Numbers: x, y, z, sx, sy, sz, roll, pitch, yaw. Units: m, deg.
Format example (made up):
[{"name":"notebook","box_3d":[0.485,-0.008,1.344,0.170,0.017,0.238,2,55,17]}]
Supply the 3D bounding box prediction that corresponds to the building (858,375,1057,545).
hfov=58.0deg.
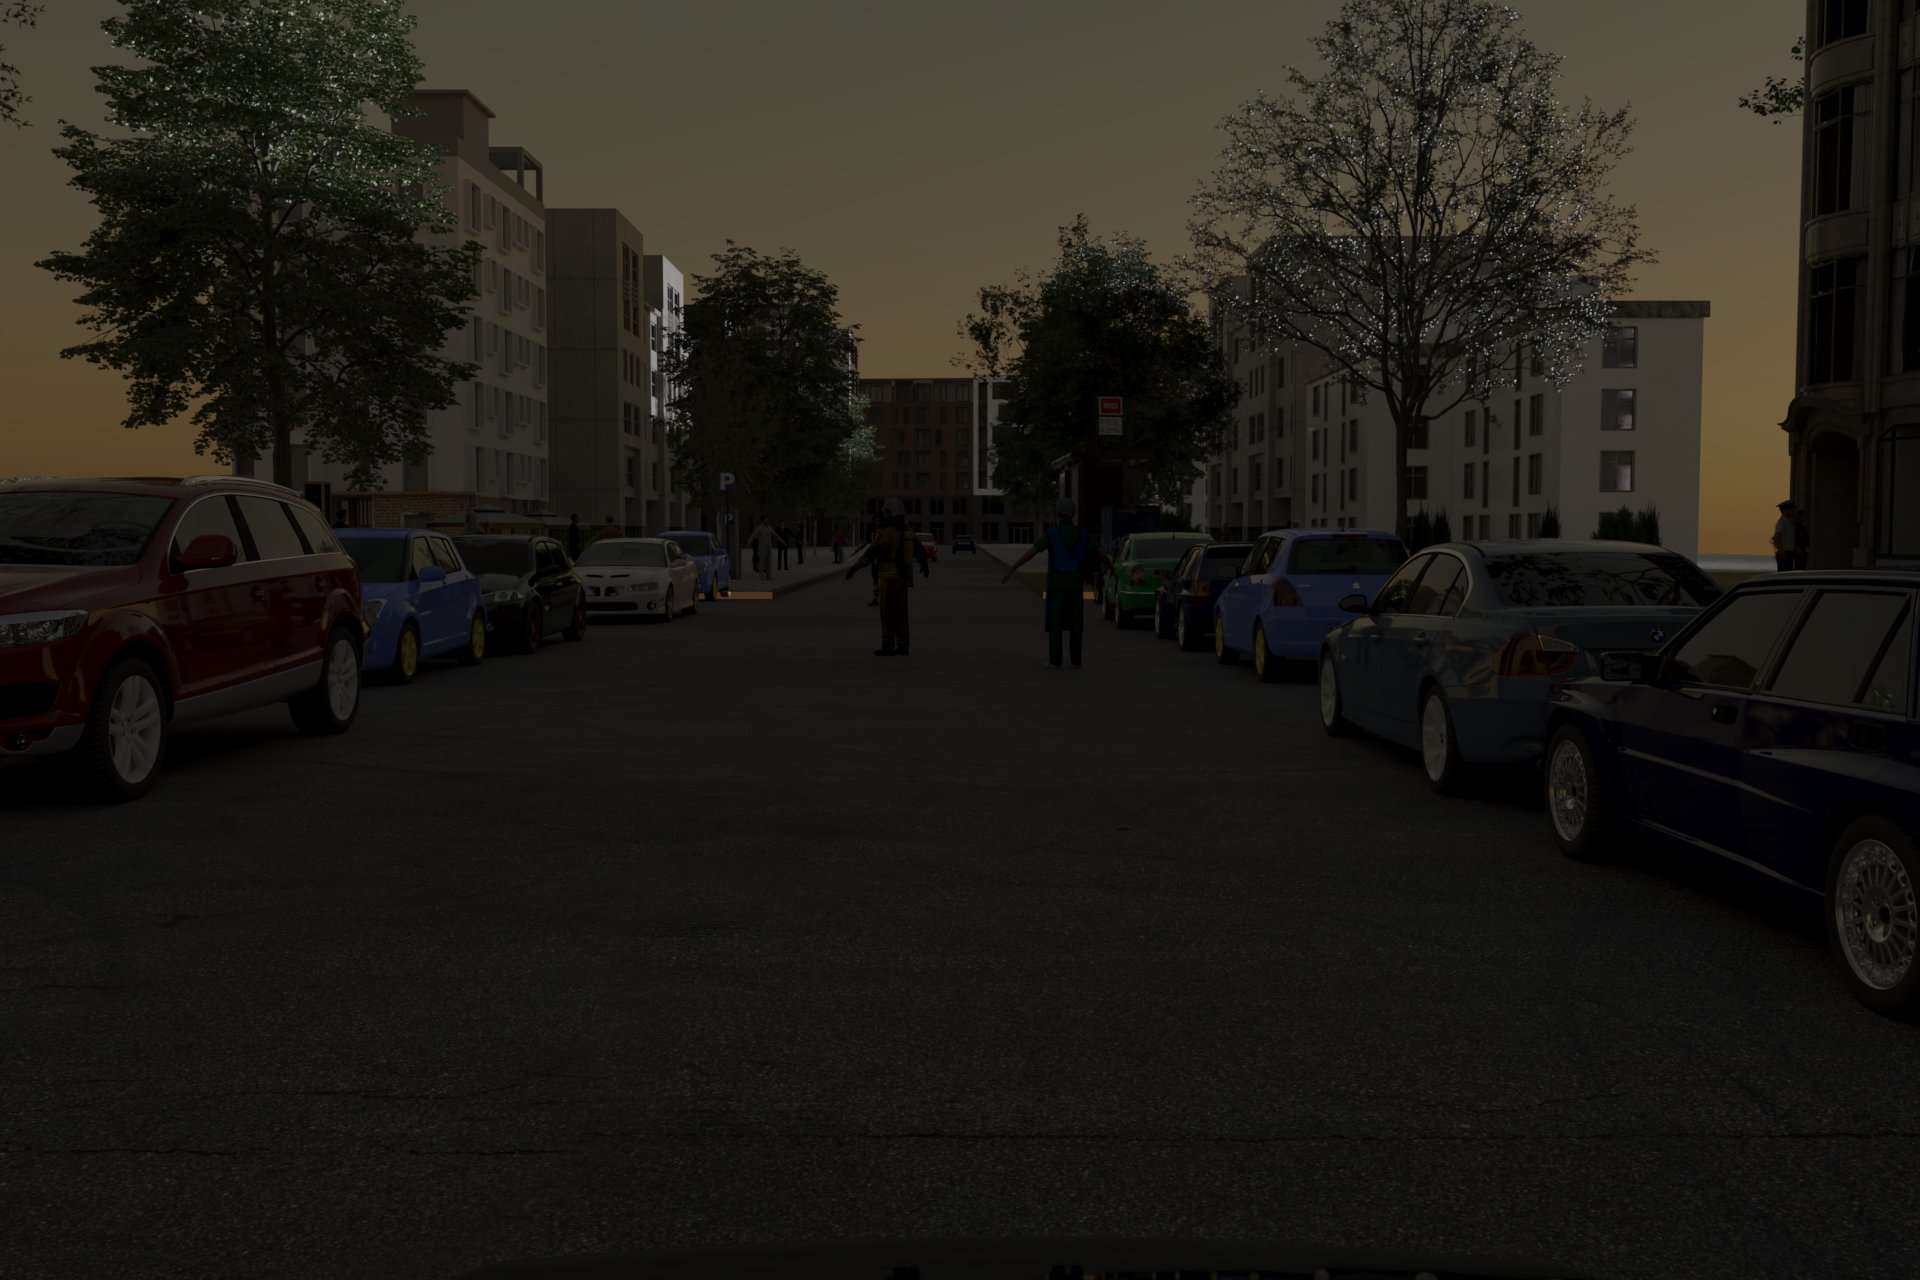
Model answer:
[{"name":"building","box_3d":[0.616,-23.789,235.378,32.646,21.610,27.936,0,4,5]}]

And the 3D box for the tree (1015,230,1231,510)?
[{"name":"tree","box_3d":[7.059,-10.176,73.036,9.857,13.997,8.962,0,3,0]}]

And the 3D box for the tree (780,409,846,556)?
[{"name":"tree","box_3d":[-8.600,-9.271,101.943,4.737,8.622,4.395,0,3,0]}]

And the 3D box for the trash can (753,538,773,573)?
[{"name":"trash can","box_3d":[-6.590,-2.813,57.639,0.748,1.137,0.748,0,3,0]}]

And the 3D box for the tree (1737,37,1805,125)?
[{"name":"tree","box_3d":[27.841,-11.732,47.710,12.611,20.169,13.585,0,3,0]}]

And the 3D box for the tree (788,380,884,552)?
[{"name":"tree","box_3d":[-9.212,-12.624,124.528,7.486,12.596,7.792,0,3,0]}]

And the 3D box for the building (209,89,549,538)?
[{"name":"building","box_3d":[-25.914,-13.379,75.173,16.016,20.090,11.380,0,4,0]}]

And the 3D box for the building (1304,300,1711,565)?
[{"name":"building","box_3d":[22.401,-8.212,76.411,9.099,9.664,28.070,0,4,0]}]

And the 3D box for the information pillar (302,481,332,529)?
[{"name":"information pillar","box_3d":[-9.010,-1.212,24.312,0.304,2.012,0.304,0,4,-1]}]

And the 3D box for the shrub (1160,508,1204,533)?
[{"name":"shrub","box_3d":[6.044,-2.692,48.431,1.690,2.028,1.600,0,3,0]}]

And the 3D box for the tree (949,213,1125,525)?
[{"name":"tree","box_3d":[5.711,-15.222,104.762,12.611,20.169,13.585,0,3,0]}]

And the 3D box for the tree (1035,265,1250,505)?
[{"name":"tree","box_3d":[6.324,-7.641,59.336,8.767,10.594,7.601,3,5,43]}]

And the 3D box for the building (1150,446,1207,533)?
[{"name":"building","box_3d":[24.214,-13.789,167.598,9.099,9.664,28.070,0,4,0]}]

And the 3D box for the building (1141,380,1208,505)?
[{"name":"building","box_3d":[24.168,-21.548,208.728,16.016,20.090,11.380,0,3,0]}]

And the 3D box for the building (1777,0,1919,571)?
[{"name":"building","box_3d":[25.451,-12.596,22.591,14.369,24.946,33.146,0,4,0]}]

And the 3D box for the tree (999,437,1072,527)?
[{"name":"tree","box_3d":[6.877,-11.717,125.979,8.767,10.594,7.601,-1,4,-23]}]

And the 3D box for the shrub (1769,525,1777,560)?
[{"name":"shrub","box_3d":[28.015,-3.274,57.957,1.690,2.028,1.600,0,3,0]}]

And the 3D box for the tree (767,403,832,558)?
[{"name":"tree","box_3d":[-8.219,-8.794,94.146,4.360,8.622,3.978,0,3,0]}]

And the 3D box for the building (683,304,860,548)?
[{"name":"building","box_3d":[-24.896,-19.973,170.538,27.936,21.610,32.646,0,4,1]}]

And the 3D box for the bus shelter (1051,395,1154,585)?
[{"name":"bus shelter","box_3d":[3.736,-4.301,47.948,2.179,5.291,8.768,0,4,-2]}]

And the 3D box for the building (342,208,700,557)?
[{"name":"building","box_3d":[-27.148,-14.895,109.992,16.747,18.905,31.486,0,4,-1]}]

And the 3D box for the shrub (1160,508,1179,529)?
[{"name":"shrub","box_3d":[6.134,-2.925,51.869,1.661,2.075,1.752,0,3,0]}]

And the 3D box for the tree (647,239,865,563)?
[{"name":"tree","box_3d":[-8.806,-10.379,76.351,9.857,13.997,8.962,0,3,0]}]

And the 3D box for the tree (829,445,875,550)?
[{"name":"tree","box_3d":[-8.436,-11.507,138.499,4.360,8.622,3.978,0,3,0]}]

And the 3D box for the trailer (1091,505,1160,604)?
[{"name":"trailer","box_3d":[3.502,-1.798,36.445,1.471,1.999,3.904,0,3,0]}]

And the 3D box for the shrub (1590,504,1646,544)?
[{"name":"shrub","box_3d":[17.310,-2.527,45.362,1.661,2.075,1.752,0,3,0]}]

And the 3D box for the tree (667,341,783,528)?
[{"name":"tree","box_3d":[-9.101,-7.135,67.025,4.737,8.622,4.395,0,3,0]}]

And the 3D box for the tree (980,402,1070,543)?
[{"name":"tree","box_3d":[6.536,-14.537,144.329,9.857,13.997,8.962,0,3,0]}]

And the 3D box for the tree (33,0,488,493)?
[{"name":"tree","box_3d":[-12.659,-6.915,31.182,7.486,12.596,7.792,0,3,0]}]

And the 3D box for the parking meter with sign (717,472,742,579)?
[{"name":"parking meter with sign","box_3d":[-6.510,-3.241,49.249,0.543,3.016,1.738,0,4,-1]}]

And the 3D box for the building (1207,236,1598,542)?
[{"name":"building","box_3d":[26.676,-14.982,111.413,16.747,18.905,31.486,0,4,0]}]

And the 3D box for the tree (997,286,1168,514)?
[{"name":"tree","box_3d":[6.444,-10.991,86.366,9.857,13.997,8.962,0,3,0]}]

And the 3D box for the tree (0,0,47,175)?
[{"name":"tree","box_3d":[-11.751,-6.281,13.064,12.009,13.543,11.850,0,3,0]}]
